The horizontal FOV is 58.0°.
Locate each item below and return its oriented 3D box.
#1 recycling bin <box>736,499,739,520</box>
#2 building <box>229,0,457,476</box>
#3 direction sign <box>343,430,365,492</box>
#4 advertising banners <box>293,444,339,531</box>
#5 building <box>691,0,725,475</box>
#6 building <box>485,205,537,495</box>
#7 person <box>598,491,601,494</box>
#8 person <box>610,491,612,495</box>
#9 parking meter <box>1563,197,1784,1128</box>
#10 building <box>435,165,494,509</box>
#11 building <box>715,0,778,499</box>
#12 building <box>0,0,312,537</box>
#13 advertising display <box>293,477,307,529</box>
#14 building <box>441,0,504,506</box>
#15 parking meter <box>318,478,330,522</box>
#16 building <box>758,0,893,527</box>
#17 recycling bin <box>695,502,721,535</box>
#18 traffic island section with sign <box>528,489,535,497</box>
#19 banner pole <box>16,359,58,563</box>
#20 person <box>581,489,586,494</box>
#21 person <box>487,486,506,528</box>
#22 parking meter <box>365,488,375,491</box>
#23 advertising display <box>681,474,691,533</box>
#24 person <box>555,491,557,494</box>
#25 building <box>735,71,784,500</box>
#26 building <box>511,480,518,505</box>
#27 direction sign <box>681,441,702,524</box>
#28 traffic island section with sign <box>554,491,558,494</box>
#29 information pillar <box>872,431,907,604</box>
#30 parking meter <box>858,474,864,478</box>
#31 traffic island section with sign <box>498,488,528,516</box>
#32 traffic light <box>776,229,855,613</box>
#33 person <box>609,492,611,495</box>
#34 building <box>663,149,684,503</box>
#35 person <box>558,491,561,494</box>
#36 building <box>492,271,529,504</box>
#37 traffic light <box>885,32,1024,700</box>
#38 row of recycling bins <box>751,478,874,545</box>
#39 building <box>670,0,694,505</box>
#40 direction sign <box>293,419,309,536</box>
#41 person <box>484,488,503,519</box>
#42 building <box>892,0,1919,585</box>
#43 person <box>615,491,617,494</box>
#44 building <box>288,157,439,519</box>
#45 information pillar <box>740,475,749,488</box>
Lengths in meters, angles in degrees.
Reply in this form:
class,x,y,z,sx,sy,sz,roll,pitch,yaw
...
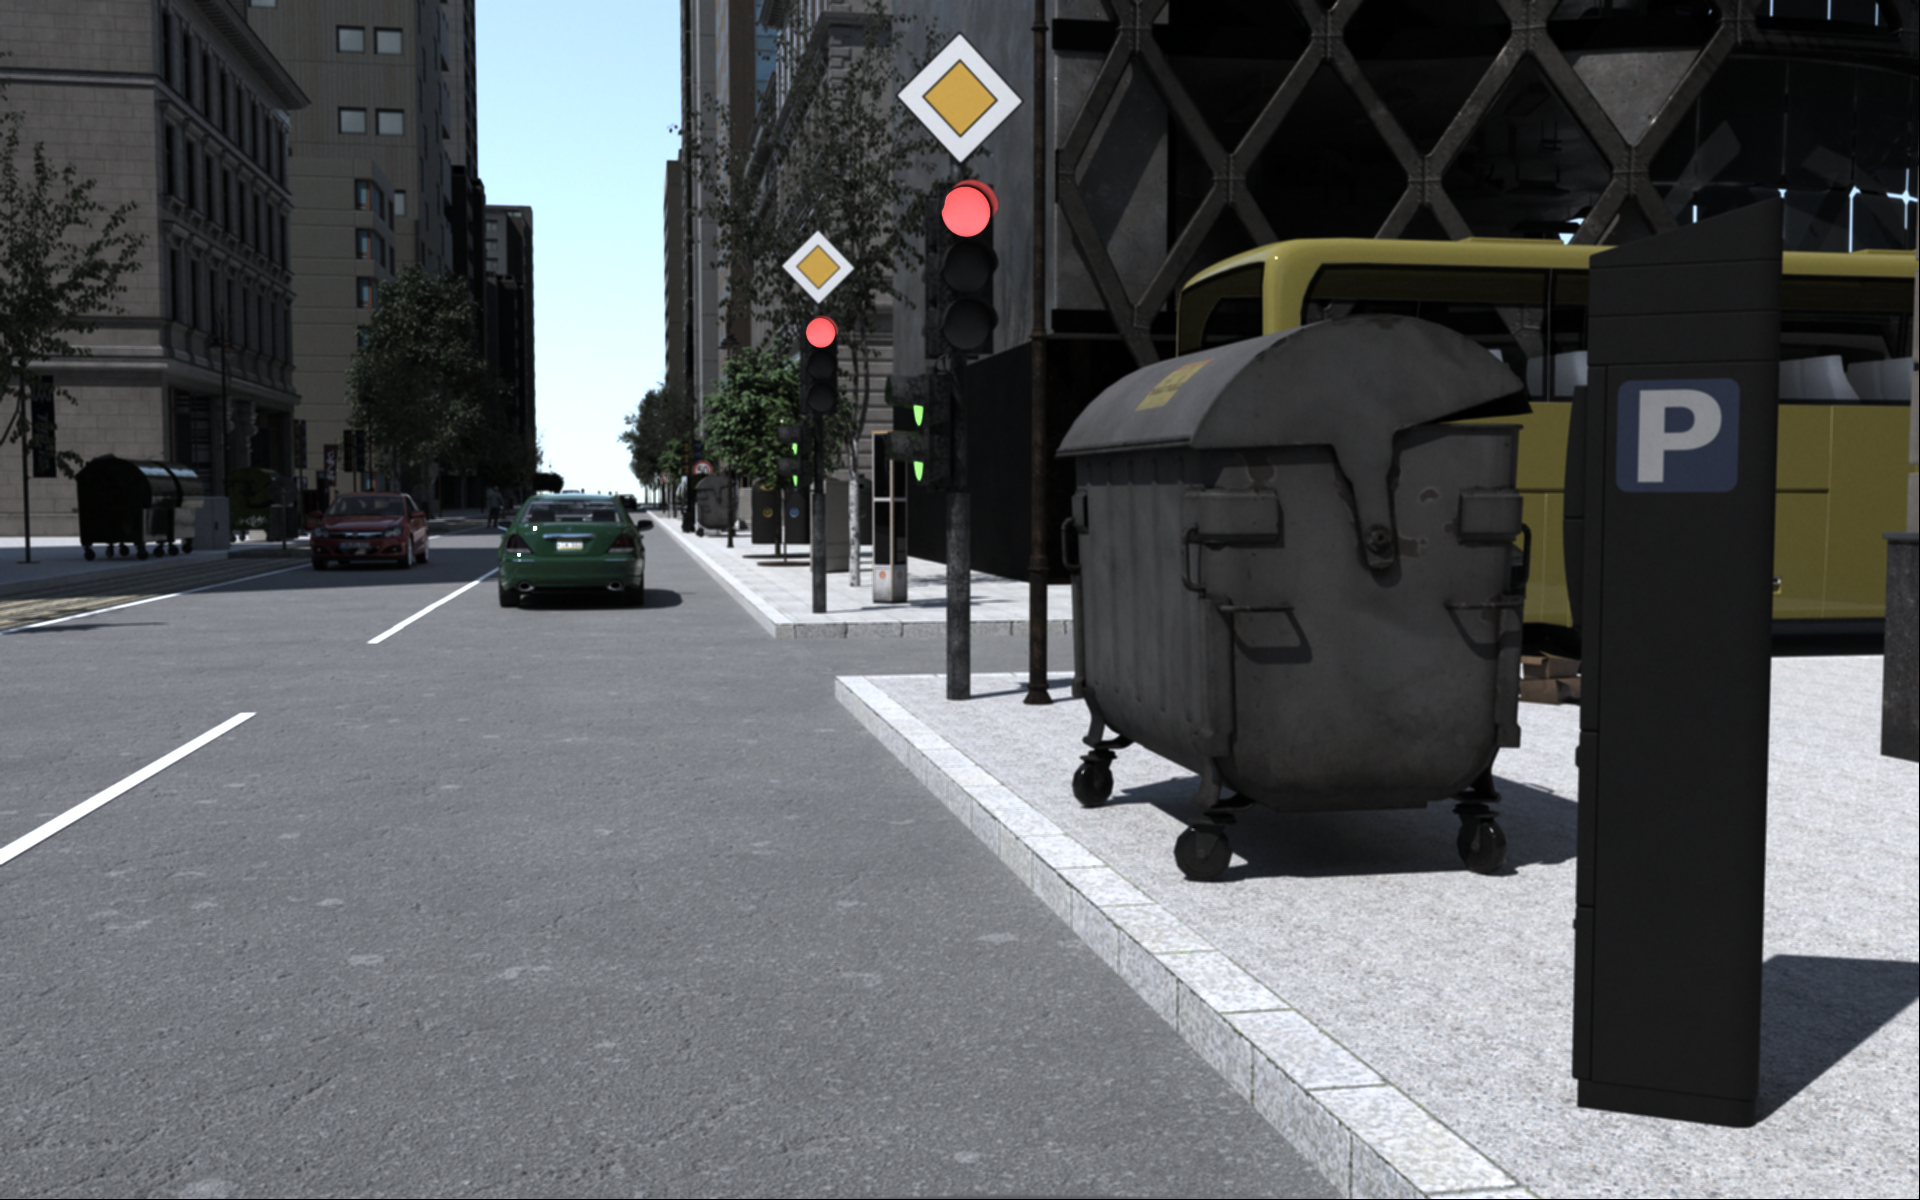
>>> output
class,x,y,z,sx,sy,sz,roll,pitch,yaw
recycling bin,-11.123,-4.447,85.264,0.722,1.027,0.722,-3,5,-39
building,-52.527,-32.945,127.889,28.713,52.752,27.495,-1,4,-11
direction sign,-21.396,-4.234,61.225,0.876,3.537,0.379,1,4,21
advertising banners,-22.721,-3.934,60.503,2.074,3.025,0.090,-2,4,-35
building,-9.237,-35.844,128.045,21.231,58.520,28.212,-1,4,-11
building,-65.888,-33.890,237.702,14.154,41.232,14.086,-1,4,-11
person,-40.755,-11.436,195.482,1.348,1.823,0.705,3,5,40
person,-49.161,-14.378,243.657,0.705,1.814,1.350,0,4,4
parking meter,1.474,0.128,3.622,0.399,1.863,0.255,2,4,23
building,-48.843,-23.181,150.708,14.160,30.474,14.107,-1,4,-11
building,-7.647,-27.919,106.580,14.600,45.320,14.200,-1,4,-11
building,-28.565,-12.316,52.276,10.553,20.767,40.483,-1,4,-11
advertising display,-24.468,-3.613,64.290,0.123,1.923,0.974,0,4,2
building,-59.112,-45.447,181.312,20.563,71.187,20.611,-1,4,-11
parking meter,-23.351,-3.540,63.586,0.255,1.863,0.399,1,4,12
building,-0.763,-14.183,60.763,11.050,23.489,19.941,-1,4,-11
recycling bin,-7.852,-2.539,54.060,0.722,1.027,0.722,0,4,-1
traffic island section with sign,-35.012,-8.129,141.530,1.989,1.847,2.006,-1,4,-11
banner pole,-17.157,-2.578,32.171,0.863,3.779,0.401,1,4,8
person,-25.819,-6.736,118.648,1.348,1.822,0.705,0,3,0
person,-19.578,-3.929,73.222,0.782,1.767,0.515,0,4,6
parking meter,-23.767,-3.753,69.766,0.372,1.533,0.369,0,3,0
advertising display,-9.087,-3.193,57.424,0.123,1.923,0.974,-1,4,-21
person,-43.040,-10.736,184.713,0.721,1.739,1.217,3,5,45
building,-3.279,-14.733,82.687,13.314,21.916,24.055,-1,4,-11
building,-69.229,-31.286,203.407,32.217,40.220,23.993,-1,4,-11
direction sign,-11.374,-4.980,73.421,0.876,3.537,0.379,-2,4,-24
traffic island section with sign,-45.435,-11.445,195.757,1.989,1.847,2.006,-1,4,-11
information pillar,-0.823,-0.968,20.321,0.304,2.012,0.304,2,4,35
parking meter,-2.950,-2.693,49.746,0.255,1.863,0.399,3,4,36
traffic island section with sign,-29.934,-6.509,115.056,1.989,1.847,2.006,-1,4,-11
traffic light,-1.534,-1.813,18.562,0.839,4.253,0.868,-1,4,-11
person,-39.854,-11.521,197.659,1.217,1.735,0.721,3,5,44
building,-29.974,-37.732,240.623,21.300,48.544,21.600,-1,4,-11
person,-27.703,-6.726,119.938,0.415,1.643,0.593,0,4,-2
building,-63.623,-27.672,224.137,14.160,30.474,14.107,-1,4,-11
traffic light,-0.029,-1.333,10.719,0.839,4.253,0.868,-1,4,-11
row of recycling bins,-3.724,-2.272,44.254,3.534,1.692,1.069,1,4,21
building,-26.717,-47.759,219.106,20.563,71.187,20.611,-1,4,-11
direction sign,-20.051,-3.712,52.693,0.379,3.537,0.876,0,4,1
person,-26.811,-5.585,99.816,0.705,1.824,1.348,3,5,39
building,8.334,-9.971,30.480,16.811,18.784,16.820,-1,4,-11
person,-47.029,-13.969,236.980,0.705,1.812,1.348,-1,4,-10
building,-46.569,-15.675,101.326,27.650,21.520,28.899,-1,4,-11
information pillar,-8.451,-3.883,67.987,0.304,2.012,0.304,-1,4,-15
